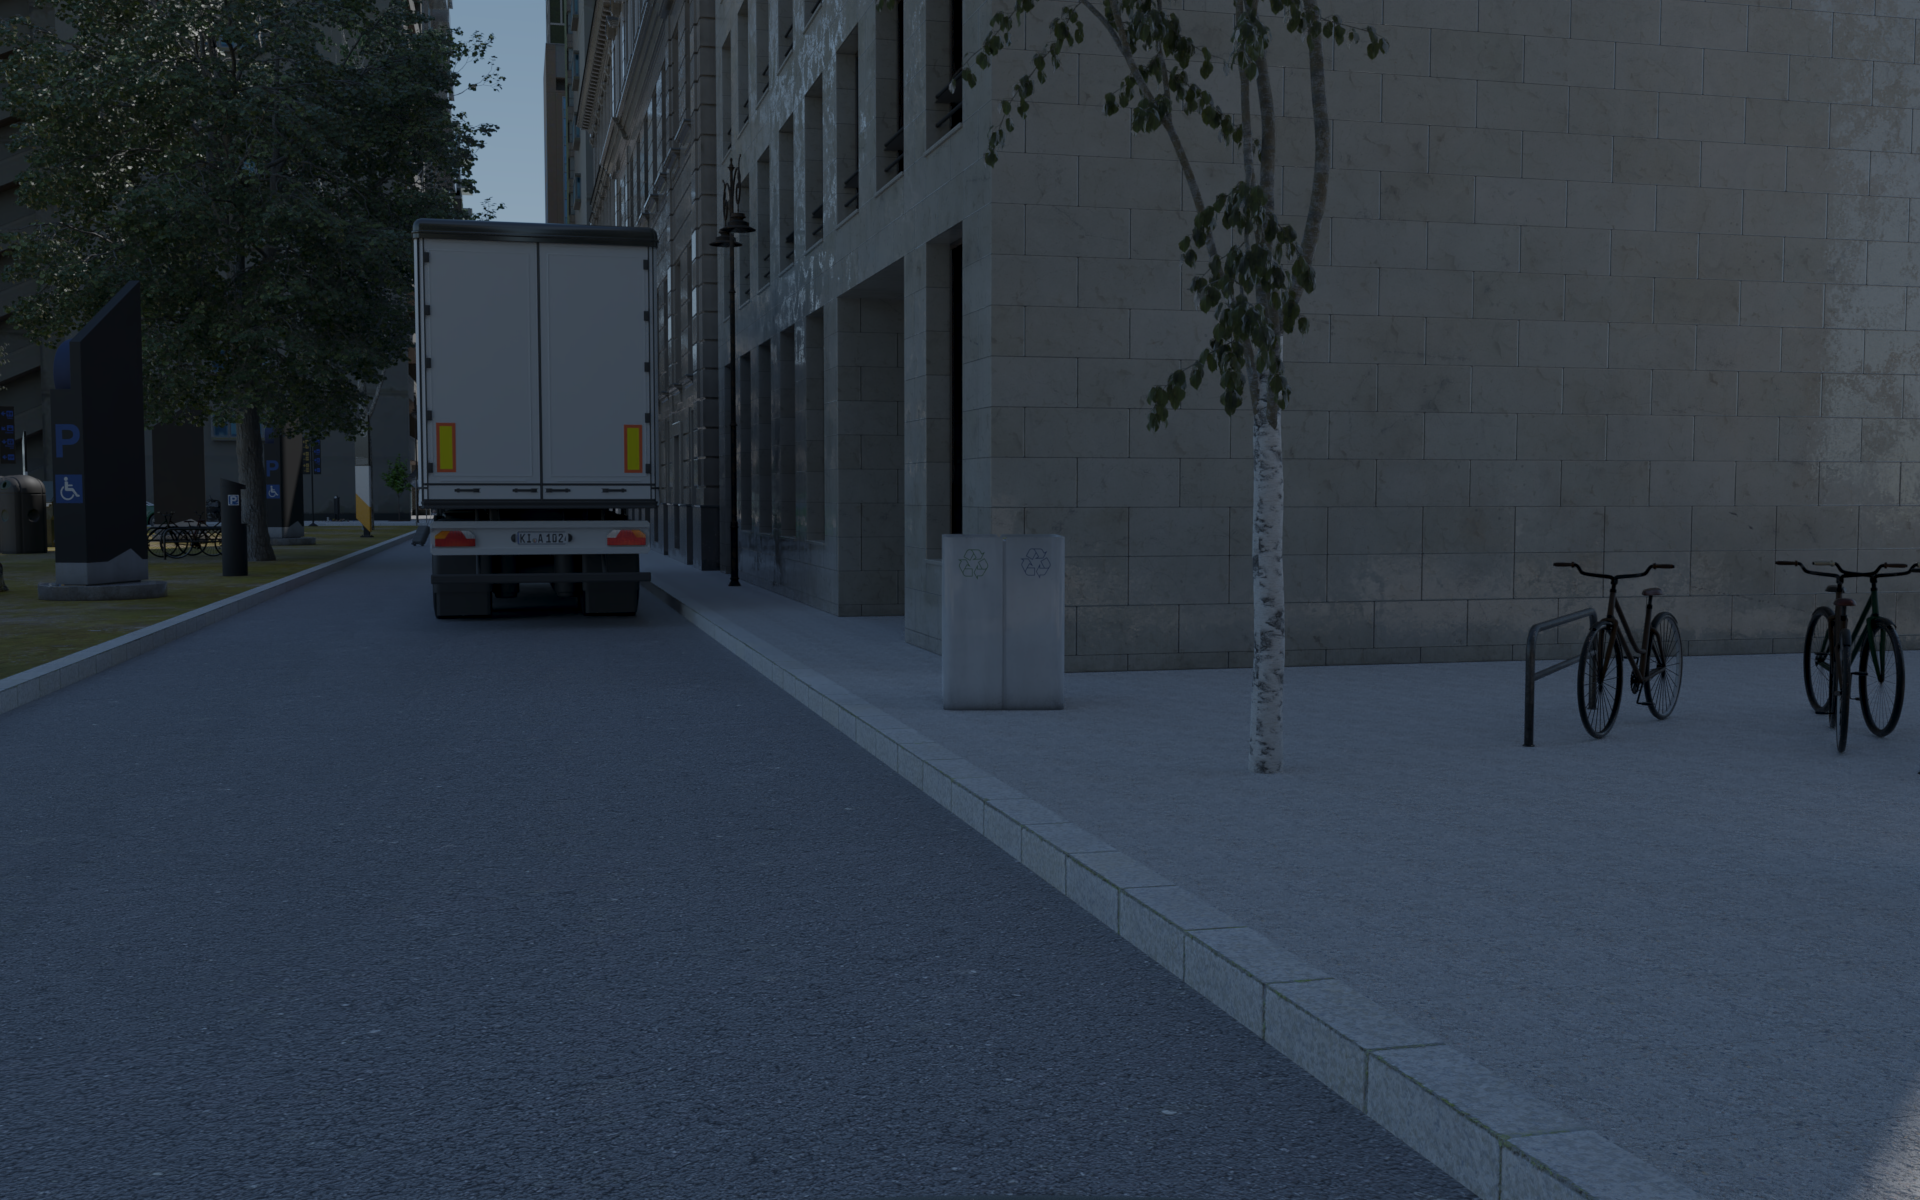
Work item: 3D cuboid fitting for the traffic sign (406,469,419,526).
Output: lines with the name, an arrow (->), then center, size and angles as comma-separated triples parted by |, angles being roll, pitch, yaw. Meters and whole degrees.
traffic sign -> -21.810, -4.027, 69.480 | 0.795, 2.450, 0.064 | -1, 4, -14

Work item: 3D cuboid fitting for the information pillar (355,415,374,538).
information pillar -> -17.630, -3.659, 51.181 | 0.504, 3.616, 0.183 | 1, 4, 17

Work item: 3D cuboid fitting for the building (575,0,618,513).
building -> -8.116, -12.114, 62.694 | 10.561, 19.102, 19.286 | -1, 4, -14

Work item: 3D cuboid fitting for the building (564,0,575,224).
building -> -22.605, -27.377, 131.210 | 14.154, 41.232, 14.086 | -1, 4, -14

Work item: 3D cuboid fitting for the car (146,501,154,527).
car -> -33.689, -3.548, 69.807 | 4.920, 1.459, 2.131 | -1, 4, -14

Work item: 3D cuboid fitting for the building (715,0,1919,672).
building -> 3.164, -10.171, 21.053 | 10.420, 20.320, 16.860 | -1, 4, -14

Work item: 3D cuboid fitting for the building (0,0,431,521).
building -> -39.531, -28.512, 89.867 | 21.300, 48.544, 21.600 | -1, 4, -14

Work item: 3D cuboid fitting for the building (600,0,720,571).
building -> -1.857, -14.918, 41.174 | 12.463, 27.353, 25.104 | -1, 4, -14

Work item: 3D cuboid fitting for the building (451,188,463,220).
building -> -51.823, -23.462, 155.313 | 14.160, 30.474, 14.107 | -1, 4, -14

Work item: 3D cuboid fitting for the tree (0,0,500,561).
tree -> -13.524, -7.715, 32.801 | 9.857, 13.997, 8.962 | 0, 3, 0

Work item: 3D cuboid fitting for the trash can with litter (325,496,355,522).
trash can with litter -> -29.063, -4.260, 80.708 | 1.678, 1.210, 2.233 | -2, 4, -32

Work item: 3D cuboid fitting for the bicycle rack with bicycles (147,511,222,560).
bicycle rack with bicycles -> -15.513, -1.322, 34.997 | 2.925, 0.926, 2.852 | -2, 4, -34

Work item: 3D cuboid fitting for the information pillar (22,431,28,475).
information pillar -> -34.695, -4.462, 64.308 | 0.183, 3.616, 0.504 | -2, 4, -35

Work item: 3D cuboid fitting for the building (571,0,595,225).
building -> -9.782, -28.678, 92.590 | 21.600, 48.544, 21.300 | -1, 4, -14

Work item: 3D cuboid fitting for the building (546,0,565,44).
building -> -46.998, -49.276, 243.917 | 20.611, 71.187, 20.563 | -1, 4, -14

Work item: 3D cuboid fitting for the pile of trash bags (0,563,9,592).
pile of trash bags -> -13.026, -0.701, 21.219 | 1.912, 1.369, 3.447 | -1, 4, -15

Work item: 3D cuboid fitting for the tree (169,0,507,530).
tree -> -21.798, -12.469, 59.750 | 12.611, 20.169, 13.585 | 0, 3, 0

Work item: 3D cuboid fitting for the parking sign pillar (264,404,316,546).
parking sign pillar -> -17.015, -3.370, 43.580 | 1.447, 3.967, 1.447 | 0, 4, 3

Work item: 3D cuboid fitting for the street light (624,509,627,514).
street light -> -9.237, -4.573, 47.550 | 0.468, 5.910, 1.993 | -1, 4, -14

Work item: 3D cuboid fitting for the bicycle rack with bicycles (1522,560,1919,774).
bicycle rack with bicycles -> 4.289, 0.258, 9.169 | 2.852, 0.926, 2.925 | 2, 4, 31

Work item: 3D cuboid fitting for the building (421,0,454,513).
building -> -47.557, -30.780, 122.861 | 23.786, 49.044, 30.456 | -1, 4, -14

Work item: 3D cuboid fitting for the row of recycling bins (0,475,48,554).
row of recycling bins -> -21.040, -1.918, 38.479 | 1.069, 1.692, 3.534 | -3, 4, -38

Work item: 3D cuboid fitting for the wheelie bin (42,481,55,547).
wheelie bin -> -22.013, -2.086, 42.022 | 0.980, 1.594, 0.693 | 1, 4, 19

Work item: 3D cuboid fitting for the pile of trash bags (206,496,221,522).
pile of trash bags -> -34.530, -4.316, 80.315 | 3.447, 1.369, 1.912 | 0, 4, 8

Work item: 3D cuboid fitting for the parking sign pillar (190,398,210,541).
parking sign pillar -> -21.383, -3.605, 47.419 | 1.447, 3.967, 1.447 | -1, 4, -23

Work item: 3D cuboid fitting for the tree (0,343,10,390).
tree -> -30.155, -6.128, 50.548 | 4.360, 8.622, 3.978 | 0, 3, 0

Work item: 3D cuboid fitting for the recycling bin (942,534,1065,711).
recycling bin -> 0.254, 0.120, 10.596 | 0.722, 1.027, 0.722 | 0, 4, -1

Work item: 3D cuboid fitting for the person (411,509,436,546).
person -> -14.637, -2.416, 48.227 | 0.699, 1.804, 1.509 | 2, 4, 35

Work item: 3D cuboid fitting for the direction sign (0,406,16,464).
direction sign -> -24.755, -3.212, 44.515 | 0.876, 3.537, 0.379 | -2, 4, -34

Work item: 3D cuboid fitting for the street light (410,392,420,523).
street light -> -24.261, -6.391, 77.276 | 0.468, 5.910, 1.993 | -1, 4, -14

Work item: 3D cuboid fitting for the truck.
truck -> -5.819, -2.105, 23.335 | 2.839, 4.237, 11.283 | -1, 4, -15

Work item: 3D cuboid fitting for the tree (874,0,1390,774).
tree -> 1.180, -3.509, 7.740 | 4.360, 8.622, 3.978 | 0, 3, 0

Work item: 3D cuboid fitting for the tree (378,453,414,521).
tree -> -26.263, -5.312, 81.450 | 1.663, 3.219, 1.824 | 0, 3, 0

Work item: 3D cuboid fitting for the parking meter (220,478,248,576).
parking meter -> -11.368, -1.145, 27.124 | 0.372, 1.533, 0.369 | 0, 3, 0

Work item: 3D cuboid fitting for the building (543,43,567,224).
building -> -33.739, -31.881, 171.371 | 14.600, 45.320, 14.200 | -1, 4, -14

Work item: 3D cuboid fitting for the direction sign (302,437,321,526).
direction sign -> -25.690, -4.690, 68.685 | 0.876, 3.537, 0.379 | 1, 4, 21

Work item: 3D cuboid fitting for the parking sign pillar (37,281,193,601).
parking sign pillar -> -10.607, -2.010, 21.338 | 1.447, 3.967, 1.447 | 0, 4, 6

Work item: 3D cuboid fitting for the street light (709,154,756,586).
street light -> -3.143, -3.131, 23.978 | 0.468, 5.910, 1.993 | -1, 4, -14
